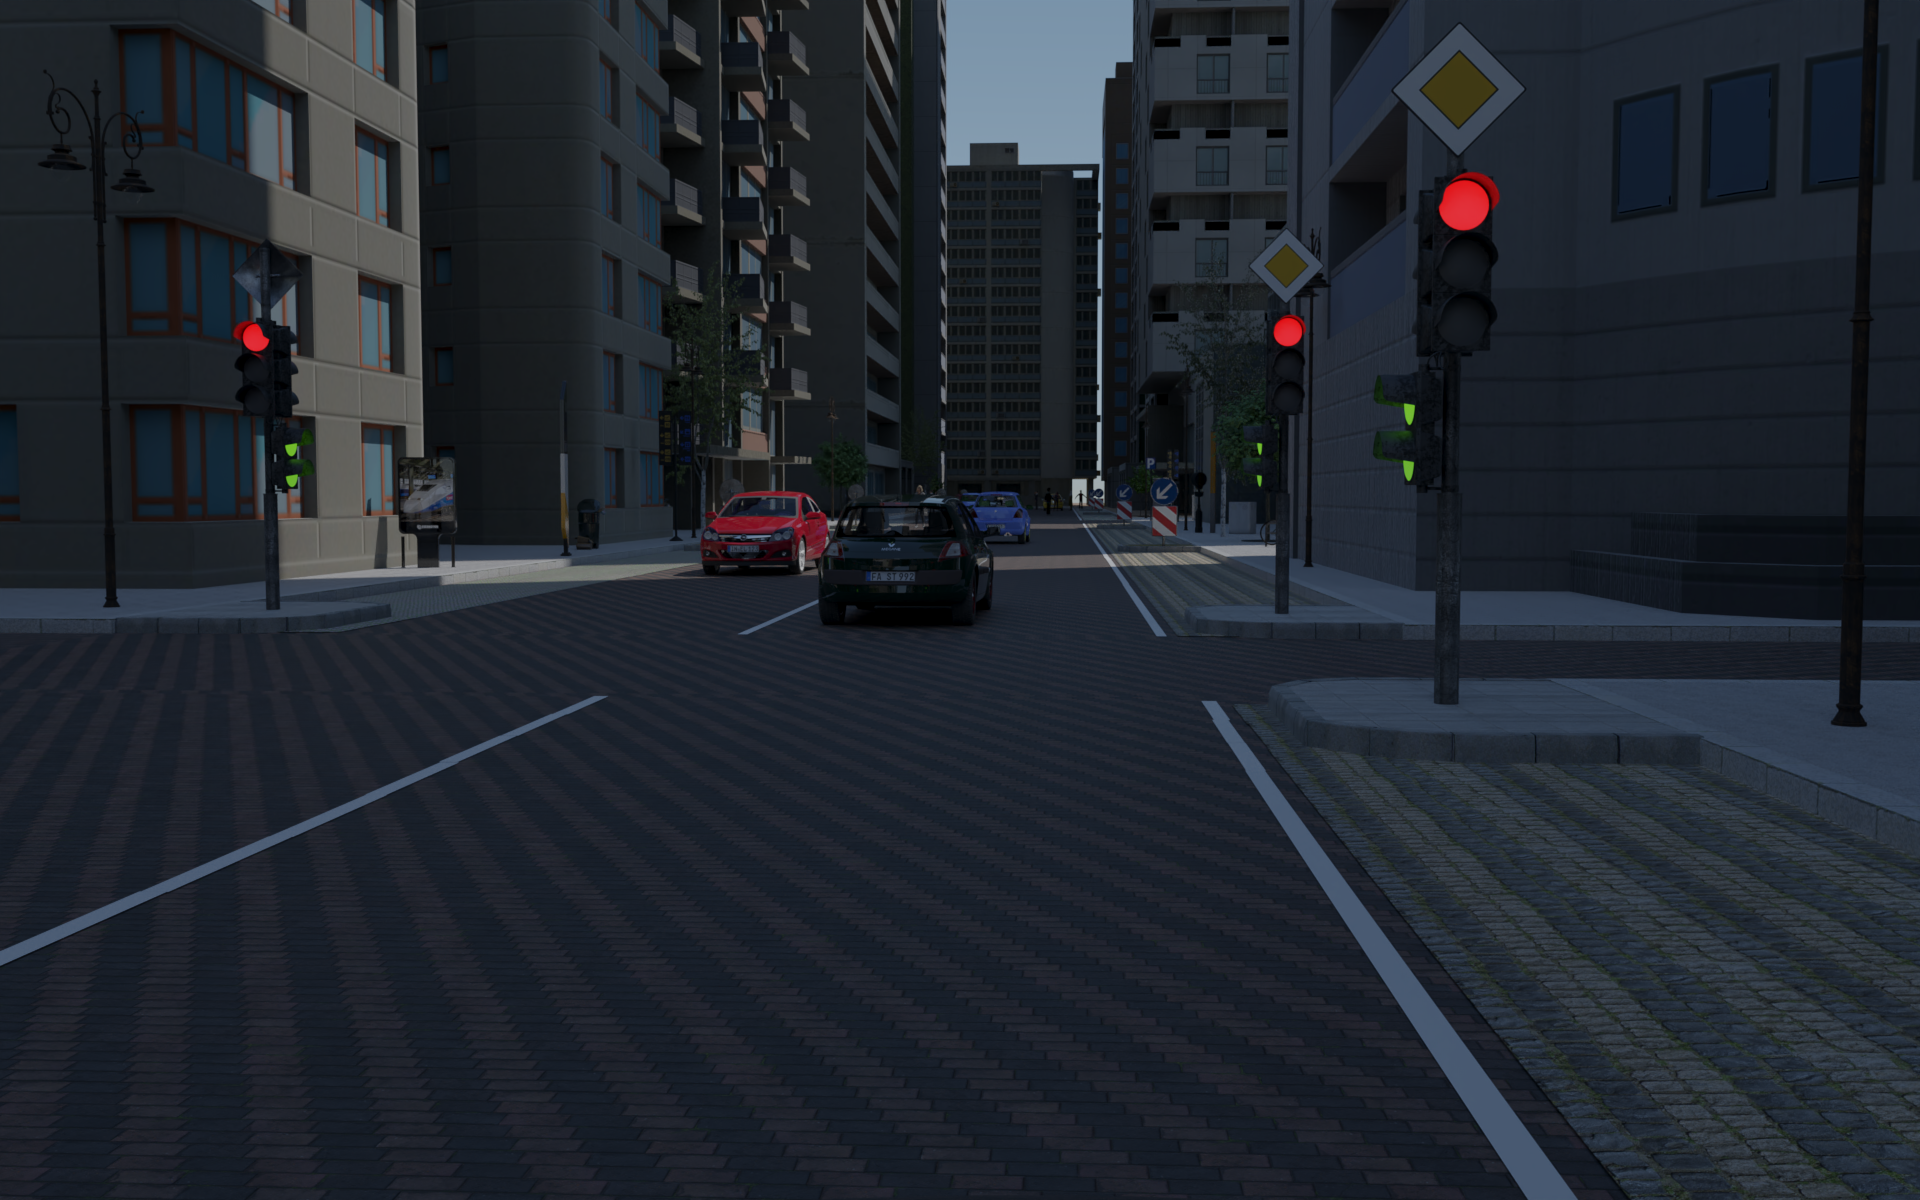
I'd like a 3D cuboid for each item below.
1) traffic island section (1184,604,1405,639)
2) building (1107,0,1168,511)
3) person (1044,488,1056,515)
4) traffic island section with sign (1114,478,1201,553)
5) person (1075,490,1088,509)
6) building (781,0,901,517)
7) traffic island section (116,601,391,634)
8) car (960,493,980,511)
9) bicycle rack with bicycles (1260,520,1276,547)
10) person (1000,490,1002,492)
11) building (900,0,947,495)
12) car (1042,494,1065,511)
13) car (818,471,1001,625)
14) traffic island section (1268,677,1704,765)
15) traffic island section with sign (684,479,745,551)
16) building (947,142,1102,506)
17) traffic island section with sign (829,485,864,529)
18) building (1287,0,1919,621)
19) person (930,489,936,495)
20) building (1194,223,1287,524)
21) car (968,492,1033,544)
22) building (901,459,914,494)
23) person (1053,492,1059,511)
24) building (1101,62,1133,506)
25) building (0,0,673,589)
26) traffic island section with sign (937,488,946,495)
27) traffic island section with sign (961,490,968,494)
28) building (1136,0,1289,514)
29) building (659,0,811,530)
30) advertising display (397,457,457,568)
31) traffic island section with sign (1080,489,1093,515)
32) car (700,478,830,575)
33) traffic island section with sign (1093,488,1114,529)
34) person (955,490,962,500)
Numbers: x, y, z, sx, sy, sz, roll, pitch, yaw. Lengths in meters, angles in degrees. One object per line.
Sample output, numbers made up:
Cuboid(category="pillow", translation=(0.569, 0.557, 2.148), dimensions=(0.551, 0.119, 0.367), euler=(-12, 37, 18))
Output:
Cuboid(category="traffic island section", translation=(3.474, 0.226, 18.581), dimensions=(2.009, 0.180, 2.903), euler=(0, 4, 3))
Cuboid(category="building", translation=(24.049, -43.964, 157.063), dimensions=(20.563, 71.187, 20.611), euler=(0, 4, 3))
Cuboid(category="person", translation=(6.016, -6.651, 116.878), dimensions=(0.705, 1.869, 1.348), euler=(-2, 4, -28))
Cuboid(category="traffic island section with sign", translation=(4.933, -2.111, 43.137), dimensions=(1.989, 1.847, 2.006), euler=(0, 4, 3))
Cuboid(category="person", translation=(11.599, -9.634, 165.983), dimensions=(1.348, 1.831, 0.705), euler=(-1, 4, -16))
Cuboid(category="building", translation=(-15.211, -29.437, 104.994), dimensions=(21.300, 48.544, 21.600), euler=(0, 4, 3))
Cuboid(category="traffic island section", translation=(-7.648, 0.186, 19.244), dimensions=(2.009, 0.180, 2.903), euler=(0, 4, 3))
Cuboid(category="car", translation=(0.727, -6.041, 108.366), dimensions=(1.945, 1.707, 3.694), euler=(0, 4, 2))
Cuboid(category="bicycle rack with bicycles", translation=(8.630, -1.778, 42.459), dimensions=(2.925, 0.926, 2.852), euler=(3, 4, 39))
Cuboid(category="person", translation=(3.163, -7.757, 136.041), dimensions=(1.217, 1.735, 0.721), euler=(-1, 4, -12))
Cuboid(category="building", translation=(-15.505, -37.784, 159.770), dimensions=(28.212, 58.520, 21.231), euler=(0, 4, 3))
Cuboid(category="car", translation=(7.999, -8.449, 148.363), dimensions=(2.015, 1.641, 3.980), euler=(0, 4, 3))
Cuboid(category="car", translation=(-0.560, -0.645, 20.338), dimensions=(2.009, 1.686, 4.222), euler=(0, 4, 5))
Cuboid(category="traffic island section", translation=(3.000, 0.714, 10.610), dimensions=(2.009, 0.180, 2.903), euler=(0, 4, 3))
Cuboid(category="traffic island section with sign", translation=(-5.843, -2.168, 44.068), dimensions=(1.989, 1.847, 2.006), euler=(0, 4, 3))
Cuboid(category="building", translation=(3.745, -30.722, 194.177), dimensions=(23.993, 40.220, 32.217), euler=(0, 4, 3))
Cuboid(category="traffic island section with sign", translation=(-4.249, -3.813, 70.976), dimensions=(1.989, 1.847, 2.006), euler=(0, 4, 3))
Cuboid(category="building", translation=(20.262, -29.527, 24.766), dimensions=(28.212, 58.520, 21.231), euler=(0, 4, 3))
Cuboid(category="person", translation=(-1.786, -6.203, 110.726), dimensions=(0.445, 1.727, 0.742), euler=(1, 4, 19))
Cuboid(category="building", translation=(21.688, -46.086, 66.185), dimensions=(22.319, 86.520, 31.000), euler=(0, 4, 3))
Cuboid(category="car", translation=(1.171, -2.532, 50.981), dimensions=(1.945, 1.707, 3.694), euler=(0, 4, 5))
Cuboid(category="building", translation=(-14.024, -42.023, 125.336), dimensions=(20.563, 71.187, 20.611), euler=(0, 4, 3))
Cuboid(category="person", translation=(8.040, -8.245, 144.780), dimensions=(0.415, 1.643, 0.593), euler=(3, 5, 45))
Cuboid(category="building", translation=(22.213, -32.585, 182.882), dimensions=(14.200, 45.320, 14.600), euler=(0, 4, 3))
Cuboid(category="building", translation=(-23.304, -11.799, 37.949), dimensions=(27.650, 21.520, 28.899), euler=(0, 4, 3))
Cuboid(category="traffic island section with sign", translation=(-1.242, -6.903, 121.498), dimensions=(1.989, 1.847, 2.006), euler=(0, 4, 3))
Cuboid(category="traffic island section with sign", translation=(0.390, -8.582, 148.950), dimensions=(1.989, 1.847, 2.006), euler=(0, 4, 3))
Cuboid(category="building", translation=(25.582, -32.027, 112.876), dimensions=(28.713, 52.752, 27.495), euler=(0, 4, 3))
Cuboid(category="building", translation=(-18.495, -25.640, 73.833), dimensions=(22.147, 44.769, 28.867), euler=(0, 4, 3))
Cuboid(category="advertising display", translation=(-9.285, -1.529, 30.206), dimensions=(0.974, 1.923, 0.123), euler=(0, 4, -7))
Cuboid(category="traffic island section with sign", translation=(9.519, -6.821, 120.156), dimensions=(1.989, 1.847, 2.006), euler=(0, 4, 3))
Cuboid(category="car", translation=(-3.569, -1.416, 32.188), dimensions=(2.155, 1.783, 4.494), euler=(0, 4, 5))
Cuboid(category="traffic island section with sign", translation=(6.572, -3.797, 70.714), dimensions=(1.989, 1.847, 2.006), euler=(0, 4, 3))
Cuboid(category="person", translation=(0.016, -8.139, 142.298), dimensions=(1.217, 1.743, 0.721), euler=(0, 4, -2))
